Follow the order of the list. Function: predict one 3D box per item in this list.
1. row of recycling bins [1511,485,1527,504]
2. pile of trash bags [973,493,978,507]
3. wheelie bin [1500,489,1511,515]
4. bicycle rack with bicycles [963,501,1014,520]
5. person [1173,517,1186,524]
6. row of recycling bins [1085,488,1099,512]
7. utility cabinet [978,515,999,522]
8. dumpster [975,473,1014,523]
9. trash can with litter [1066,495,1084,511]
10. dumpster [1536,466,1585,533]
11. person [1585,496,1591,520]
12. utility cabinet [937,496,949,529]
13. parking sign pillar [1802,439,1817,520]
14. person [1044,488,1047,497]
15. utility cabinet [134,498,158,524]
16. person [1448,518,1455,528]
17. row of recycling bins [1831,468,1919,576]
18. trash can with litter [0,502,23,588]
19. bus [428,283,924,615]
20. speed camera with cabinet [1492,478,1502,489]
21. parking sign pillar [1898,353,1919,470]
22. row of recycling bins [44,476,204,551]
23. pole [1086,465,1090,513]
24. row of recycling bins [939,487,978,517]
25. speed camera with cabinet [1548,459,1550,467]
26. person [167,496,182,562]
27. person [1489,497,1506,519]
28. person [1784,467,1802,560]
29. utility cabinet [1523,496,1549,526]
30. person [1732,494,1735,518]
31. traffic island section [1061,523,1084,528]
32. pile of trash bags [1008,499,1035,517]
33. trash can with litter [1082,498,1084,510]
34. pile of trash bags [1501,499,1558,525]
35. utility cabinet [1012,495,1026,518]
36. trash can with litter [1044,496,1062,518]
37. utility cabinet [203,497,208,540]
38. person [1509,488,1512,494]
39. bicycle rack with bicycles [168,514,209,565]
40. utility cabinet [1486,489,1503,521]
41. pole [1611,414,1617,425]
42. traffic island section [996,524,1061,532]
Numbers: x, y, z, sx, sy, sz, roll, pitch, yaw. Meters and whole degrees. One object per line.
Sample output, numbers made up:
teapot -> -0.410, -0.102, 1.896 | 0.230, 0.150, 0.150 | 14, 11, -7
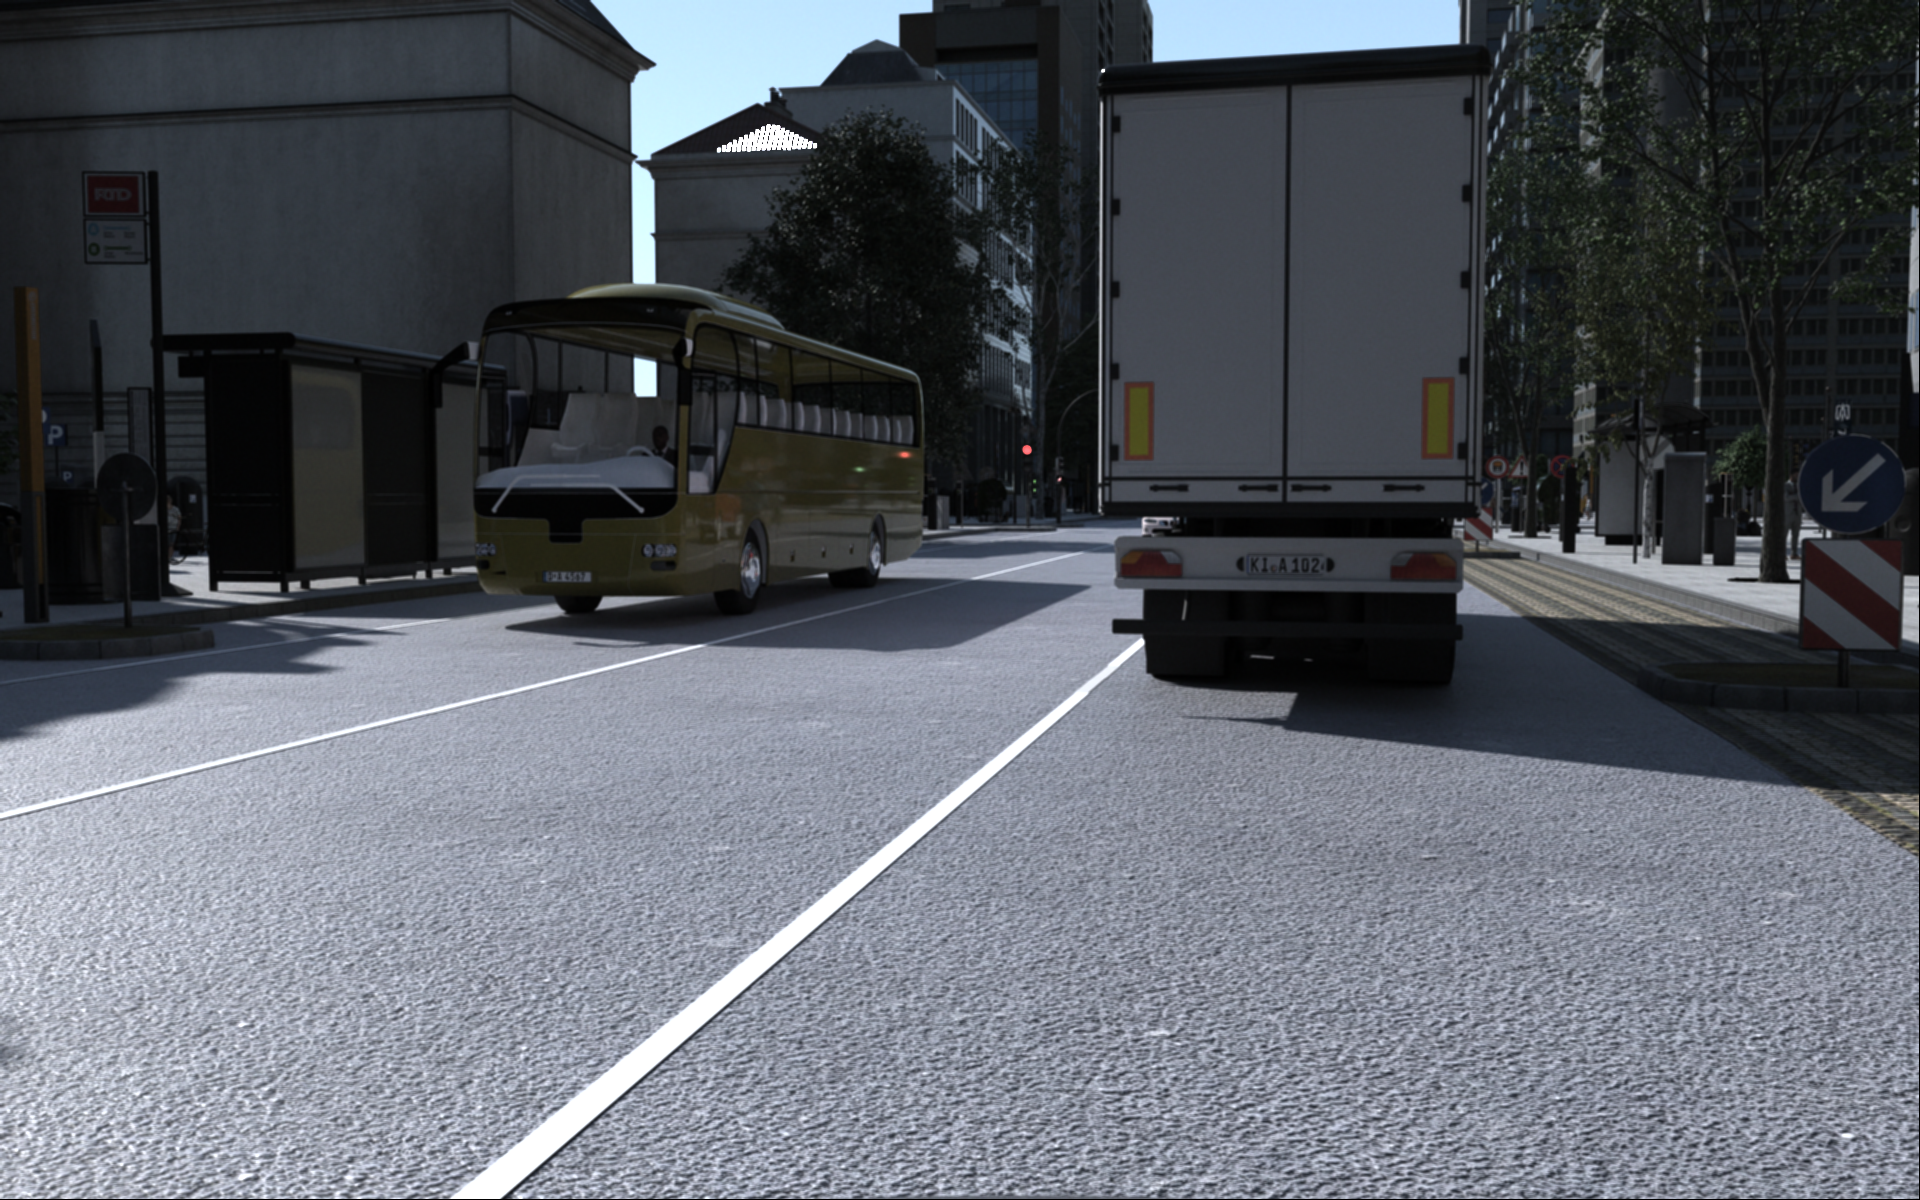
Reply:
row of recycling bins -> 26.297, -4.361, 78.414 | 3.534, 1.692, 1.069 | -2, 4, -35
pile of trash bags -> 0.057, -8.002, 140.586 | 1.912, 1.369, 3.447 | -1, 4, -17
wheelie bin -> 32.393, -5.826, 103.163 | 0.980, 1.594, 0.693 | 0, 4, -5
bicycle rack with bicycles -> 1.419, -4.491, 86.816 | 2.925, 0.926, 2.852 | -2, 4, -23
person -> 4.297, -1.473, 32.450 | 0.638, 1.841, 0.748 | 1, 4, 16
row of recycling bins -> 9.476, -7.079, 122.859 | 1.069, 1.692, 3.534 | 1, 4, 14
utility cabinet -> 1.362, -4.228, 80.288 | 1.020, 1.237, 0.306 | 1, 4, 16
dumpster -> 1.538, -4.632, 78.234 | 1.502, 2.255, 1.985 | 1, 4, 12
trash can with litter -> 9.764, -8.472, 149.569 | 2.233, 1.210, 1.678 | -1, 4, -13
dumpster -> 19.921, -3.377, 57.707 | 1.502, 2.255, 1.985 | 1, 4, 12
person -> 30.591, -4.470, 84.145 | 0.382, 1.210, 0.505 | 0, 4, -4
utility cabinet -> -0.700, -3.202, 63.518 | 0.306, 1.237, 1.020 | -1, 4, -23
parking sign pillar -> 42.146, -5.899, 84.929 | 1.447, 3.967, 1.447 | -1, 4, -22
person -> 6.183, -7.195, 124.424 | 0.760, 1.731, 0.466 | -1, 4, -13
utility cabinet -> -13.687, -1.098, 29.115 | 0.306, 1.237, 1.020 | -2, 4, -31
person -> 14.143, -2.533, 49.725 | 0.447, 1.846, 0.655 | 2, 4, 28
row of recycling bins -> 15.526, -1.226, 27.166 | 1.069, 1.692, 3.534 | -3, 5, -43
trash can with litter -> -12.925, -0.753, 23.705 | 0.624, 1.170, 1.055 | 1, 4, 10
bus -> -3.019, -1.982, 23.955 | 2.896, 3.916, 12.252 | 1, 4, 11
speed camera with cabinet -> 36.862, -7.633, 119.131 | 0.660, 3.252, 2.038 | 1, 4, 11
parking sign pillar -> 18.494, -2.760, 33.603 | 1.447, 3.967, 1.447 | 2, 4, 33
row of recycling bins -> -18.997, -1.957, 39.117 | 3.534, 1.692, 1.069 | -1, 4, -17
pole -> 8.554, -7.462, 115.841 | 0.158, 3.312, 0.155 | 0, 3, 0
row of recycling bins -> 0.451, -5.636, 99.260 | 3.534, 1.692, 1.069 | 1, 4, 18
speed camera with cabinet -> 32.507, -6.313, 97.545 | 0.660, 3.252, 2.038 | -2, 4, -27
person -> -15.019, -1.361, 32.984 | 0.332, 1.250, 0.352 | 1, 4, 14
person -> 22.925, -3.821, 74.021 | 1.012, 1.151, 0.738 | 1, 4, 22
person -> 16.209, -1.677, 33.647 | 0.511, 1.800, 0.466 | -2, 4, -23
utility cabinet -> 20.600, -3.121, 62.182 | 1.020, 1.237, 0.306 | 1, 4, 15
person -> 33.400, -4.192, 75.168 | 0.593, 1.750, 0.643 | -1, 4, -14
traffic island section -> 4.246, -3.214, 74.824 | 2.009, 0.180, 2.903 | 1, 4, 12
pile of trash bags -> 3.165, -5.837, 105.186 | 3.447, 1.369, 1.912 | -1, 4, -16
trash can with litter -> 10.009, -7.673, 136.842 | 0.624, 1.170, 1.055 | 1, 4, 22
pile of trash bags -> 23.019, -3.810, 72.051 | 3.447, 1.369, 1.912 | 1, 4, 11
utility cabinet -> 3.196, -4.947, 92.042 | 0.306, 1.237, 1.020 | 3, 5, 43
trash can with litter -> 4.880, -5.031, 93.647 | 0.624, 1.170, 1.055 | 3, 4, 36
utility cabinet -> -20.377, -2.218, 47.434 | 1.020, 1.237, 0.306 | 2, 4, 31
person -> 47.160, -8.698, 148.388 | 1.348, 1.807, 0.705 | -3, 5, -44
bicycle rack with bicycles -> -13.404, -1.127, 31.803 | 2.852, 0.926, 2.925 | 1, 4, 18
utility cabinet -> 25.252, -4.470, 81.755 | 0.318, 1.500, 1.173 | 3, 5, 41
pole -> 16.787, -3.096, 44.460 | 0.158, 3.312, 0.155 | 0, 3, 0
traffic island section -> 2.615, -2.736, 67.007 | 2.009, 0.180, 2.903 | 1, 4, 12
